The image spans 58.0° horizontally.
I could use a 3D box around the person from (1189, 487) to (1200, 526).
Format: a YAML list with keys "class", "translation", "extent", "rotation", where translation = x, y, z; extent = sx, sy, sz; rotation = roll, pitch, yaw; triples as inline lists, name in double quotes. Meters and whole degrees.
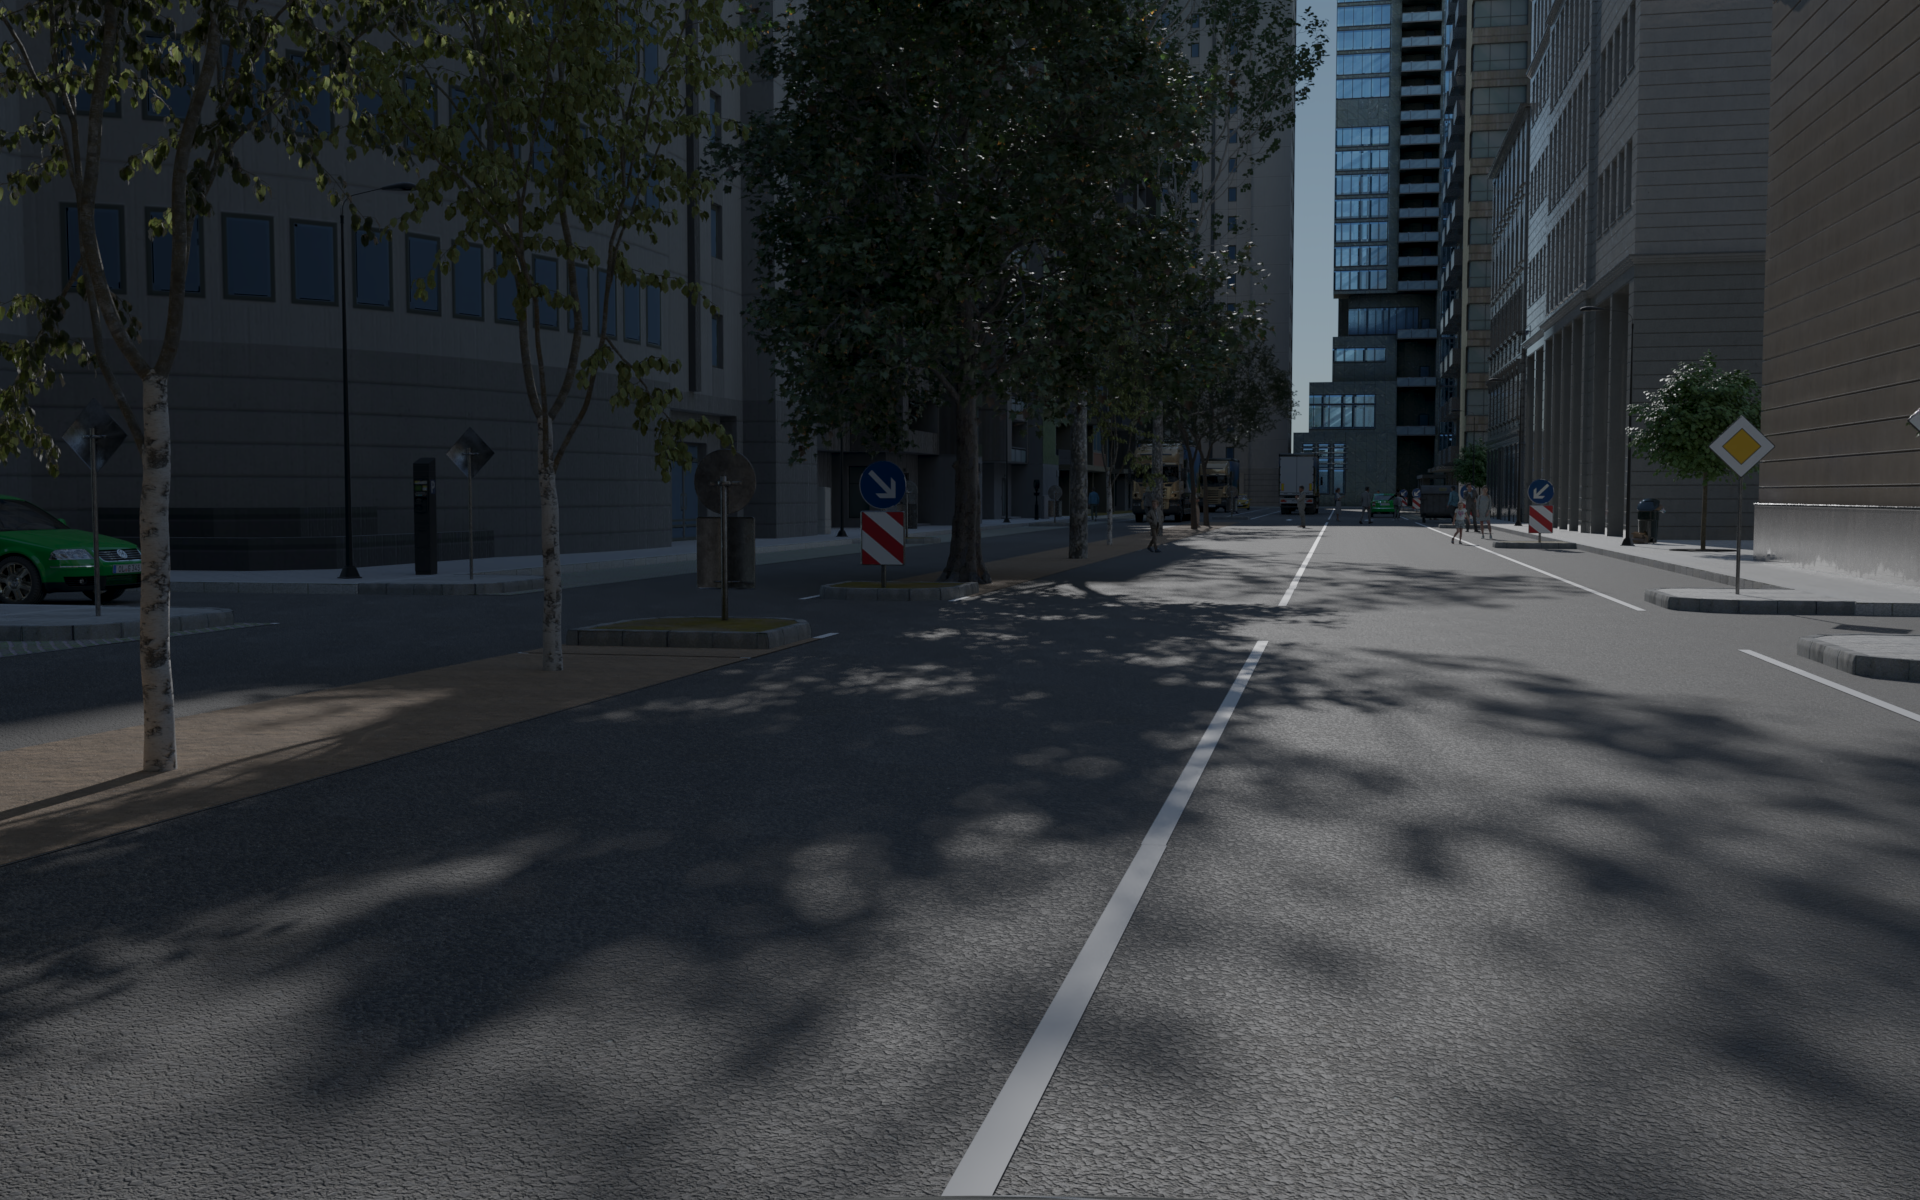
- class: "person"
  translation: [10.422, -4.138, 76.710]
  extent: [0.519, 1.759, 0.362]
  rotation: [-3, 4, -37]

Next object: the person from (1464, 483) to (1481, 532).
- class: "person"
  translation: [19.287, -3.481, 65.224]
  extent: [0.655, 1.846, 0.447]
  rotation: [0, 4, 0]

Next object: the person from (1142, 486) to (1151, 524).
- class: "person"
  translation: [8.988, -4.573, 83.449]
  extent: [0.537, 1.800, 0.526]
  rotation: [-1, 4, -19]

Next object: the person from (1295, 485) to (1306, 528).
- class: "person"
  translation: [14.576, -4.008, 74.211]
  extent: [0.466, 1.800, 0.511]
  rotation: [-1, 4, -10]

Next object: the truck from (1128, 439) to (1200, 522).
- class: "truck"
  translation: [10.850, -6.237, 90.887]
  extent: [2.839, 4.237, 11.283]
  rotation: [1, 4, 13]

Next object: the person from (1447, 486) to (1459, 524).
- class: "person"
  translation: [22.992, -4.406, 80.559]
  extent: [0.660, 1.820, 0.620]
  rotation: [-3, 4, -39]

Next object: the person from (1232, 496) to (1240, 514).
- class: "person"
  translation: [19.940, -7.092, 125.369]
  extent: [0.530, 1.710, 0.541]
  rotation: [0, 4, -8]

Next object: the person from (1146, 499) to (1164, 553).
- class: "person"
  translation: [4.798, -1.820, 42.528]
  extent: [0.475, 1.303, 0.640]
  rotation: [-2, 4, -32]

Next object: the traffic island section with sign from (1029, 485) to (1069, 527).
- class: "traffic island section with sign"
  translation: [4.191, -4.165, 76.725]
  extent: [1.989, 1.847, 2.006]
  rotation: [1, 4, 12]

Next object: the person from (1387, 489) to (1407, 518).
- class: "person"
  translation: [26.118, -5.763, 103.547]
  extent: [1.217, 1.723, 0.721]
  rotation: [0, 4, -5]

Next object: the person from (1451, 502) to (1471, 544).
- class: "person"
  translation: [14.356, -2.208, 49.617]
  extent: [0.505, 1.210, 0.382]
  rotation: [0, 4, 4]

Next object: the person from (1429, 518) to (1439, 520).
- class: "person"
  translation: [26.106, -5.329, 95.731]
  extent: [0.391, 1.810, 0.635]
  rotation: [-3, 5, -41]

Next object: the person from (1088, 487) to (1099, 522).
- class: "person"
  translation: [6.917, -4.936, 89.547]
  extent: [0.601, 1.785, 0.444]
  rotation: [0, 4, -5]

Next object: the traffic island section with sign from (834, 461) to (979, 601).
- class: "traffic island section with sign"
  translation: [-0.913, -0.984, 24.226]
  extent: [2.006, 1.907, 1.989]
  rotation: [1, 4, 12]

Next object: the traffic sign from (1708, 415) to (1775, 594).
- class: "traffic sign"
  translation: [9.947, -1.129, 22.106]
  extent: [0.795, 2.450, 0.064]
  rotation: [1, 4, 12]

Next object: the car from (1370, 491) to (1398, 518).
- class: "car"
  translation: [26.134, -5.995, 106.806]
  extent: [1.959, 1.807, 4.718]
  rotation: [1, 4, 12]

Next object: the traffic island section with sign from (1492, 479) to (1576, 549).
- class: "traffic island section with sign"
  translation: [15.290, -2.298, 46.198]
  extent: [1.989, 1.847, 2.006]
  rotation: [1, 4, 12]

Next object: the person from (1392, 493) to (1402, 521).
- class: "person"
  translation: [23.487, -5.014, 93.068]
  extent: [0.503, 1.515, 0.523]
  rotation: [0, 4, -6]

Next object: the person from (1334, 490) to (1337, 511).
- class: "person"
  translation: [32.210, -8.554, 148.350]
  extent: [0.705, 1.826, 1.348]
  rotation: [0, 4, 4]

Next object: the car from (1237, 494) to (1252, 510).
- class: "car"
  translation: [25.045, -8.843, 154.813]
  extent: [2.015, 1.641, 3.980]
  rotation: [1, 4, 10]

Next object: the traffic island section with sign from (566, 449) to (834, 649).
- class: "traffic island section with sign"
  translation: [-2.519, -0.542, 16.994]
  extent: [2.006, 1.907, 1.989]
  rotation: [1, 4, 12]

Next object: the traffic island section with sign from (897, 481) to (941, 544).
- class: "traffic island section with sign"
  translation: [-1.626, -2.555, 50.403]
  extent: [1.989, 1.847, 2.006]
  rotation: [1, 4, 12]

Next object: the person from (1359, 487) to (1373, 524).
- class: "person"
  translation: [19.492, -4.551, 83.180]
  extent: [0.850, 1.792, 0.678]
  rotation: [-3, 4, -39]

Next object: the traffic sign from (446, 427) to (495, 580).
- class: "traffic sign"
  translation: [-7.328, -1.363, 25.926]
  extent: [0.795, 2.450, 0.064]
  rotation: [1, 4, 12]

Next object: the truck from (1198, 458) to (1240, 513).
- class: "truck"
  translation: [20.492, -9.087, 137.485]
  extent: [2.839, 4.237, 11.283]
  rotation: [1, 4, 14]

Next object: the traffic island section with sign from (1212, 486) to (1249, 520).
- class: "traffic island section with sign"
  translation: [15.278, -5.472, 97.606]
  extent: [2.006, 1.907, 1.989]
  rotation: [1, 4, 12]

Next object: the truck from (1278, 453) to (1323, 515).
- class: "truck"
  translation: [24.455, -8.288, 124.418]
  extent: [2.839, 4.237, 11.283]
  rotation: [1, 4, 14]

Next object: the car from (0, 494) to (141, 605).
- class: "car"
  translation: [-13.020, -0.855, 22.782]
  extent: [4.718, 1.807, 1.959]
  rotation: [1, 4, 12]

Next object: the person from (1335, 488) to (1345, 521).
- class: "person"
  translation: [19.985, -5.016, 91.076]
  extent: [0.524, 1.755, 0.480]
  rotation: [1, 4, 13]

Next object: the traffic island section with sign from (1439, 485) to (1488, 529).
- class: "traffic island section with sign"
  translation: [21.105, -3.908, 72.521]
  extent: [1.989, 1.847, 2.006]
  rotation: [1, 4, 12]

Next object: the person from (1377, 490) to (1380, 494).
- class: "person"
  translation: [31.448, -7.381, 130.096]
  extent: [0.541, 1.710, 0.530]
  rotation: [-3, 5, -44]

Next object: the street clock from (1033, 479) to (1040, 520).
- class: "street clock"
  translation: [3.798, -4.971, 85.849]
  extent: [0.358, 2.002, 0.471]
  rotation: [-1, 4, -10]

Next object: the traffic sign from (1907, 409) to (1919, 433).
- class: "traffic sign"
  translation: [8.226, -0.652, 14.308]
  extent: [0.795, 2.450, 0.064]
  rotation: [1, 4, 12]

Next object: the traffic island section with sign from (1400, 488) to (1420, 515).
- class: "traffic island section with sign"
  translation: [31.924, -6.906, 121.546]
  extent: [1.989, 1.847, 2.006]
  rotation: [1, 4, 12]

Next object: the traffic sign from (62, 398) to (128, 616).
- class: "traffic sign"
  translation: [-9.049, -0.886, 18.128]
  extent: [0.795, 2.450, 0.064]
  rotation: [1, 4, 12]

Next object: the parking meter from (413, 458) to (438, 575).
- class: "parking meter"
  translation: [-8.503, -1.335, 27.539]
  extent: [0.255, 1.863, 0.399]
  rotation: [0, 4, 2]

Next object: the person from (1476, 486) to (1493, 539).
- class: "person"
  translation: [16.851, -2.822, 55.640]
  extent: [0.512, 1.701, 0.522]
  rotation: [1, 4, 15]
